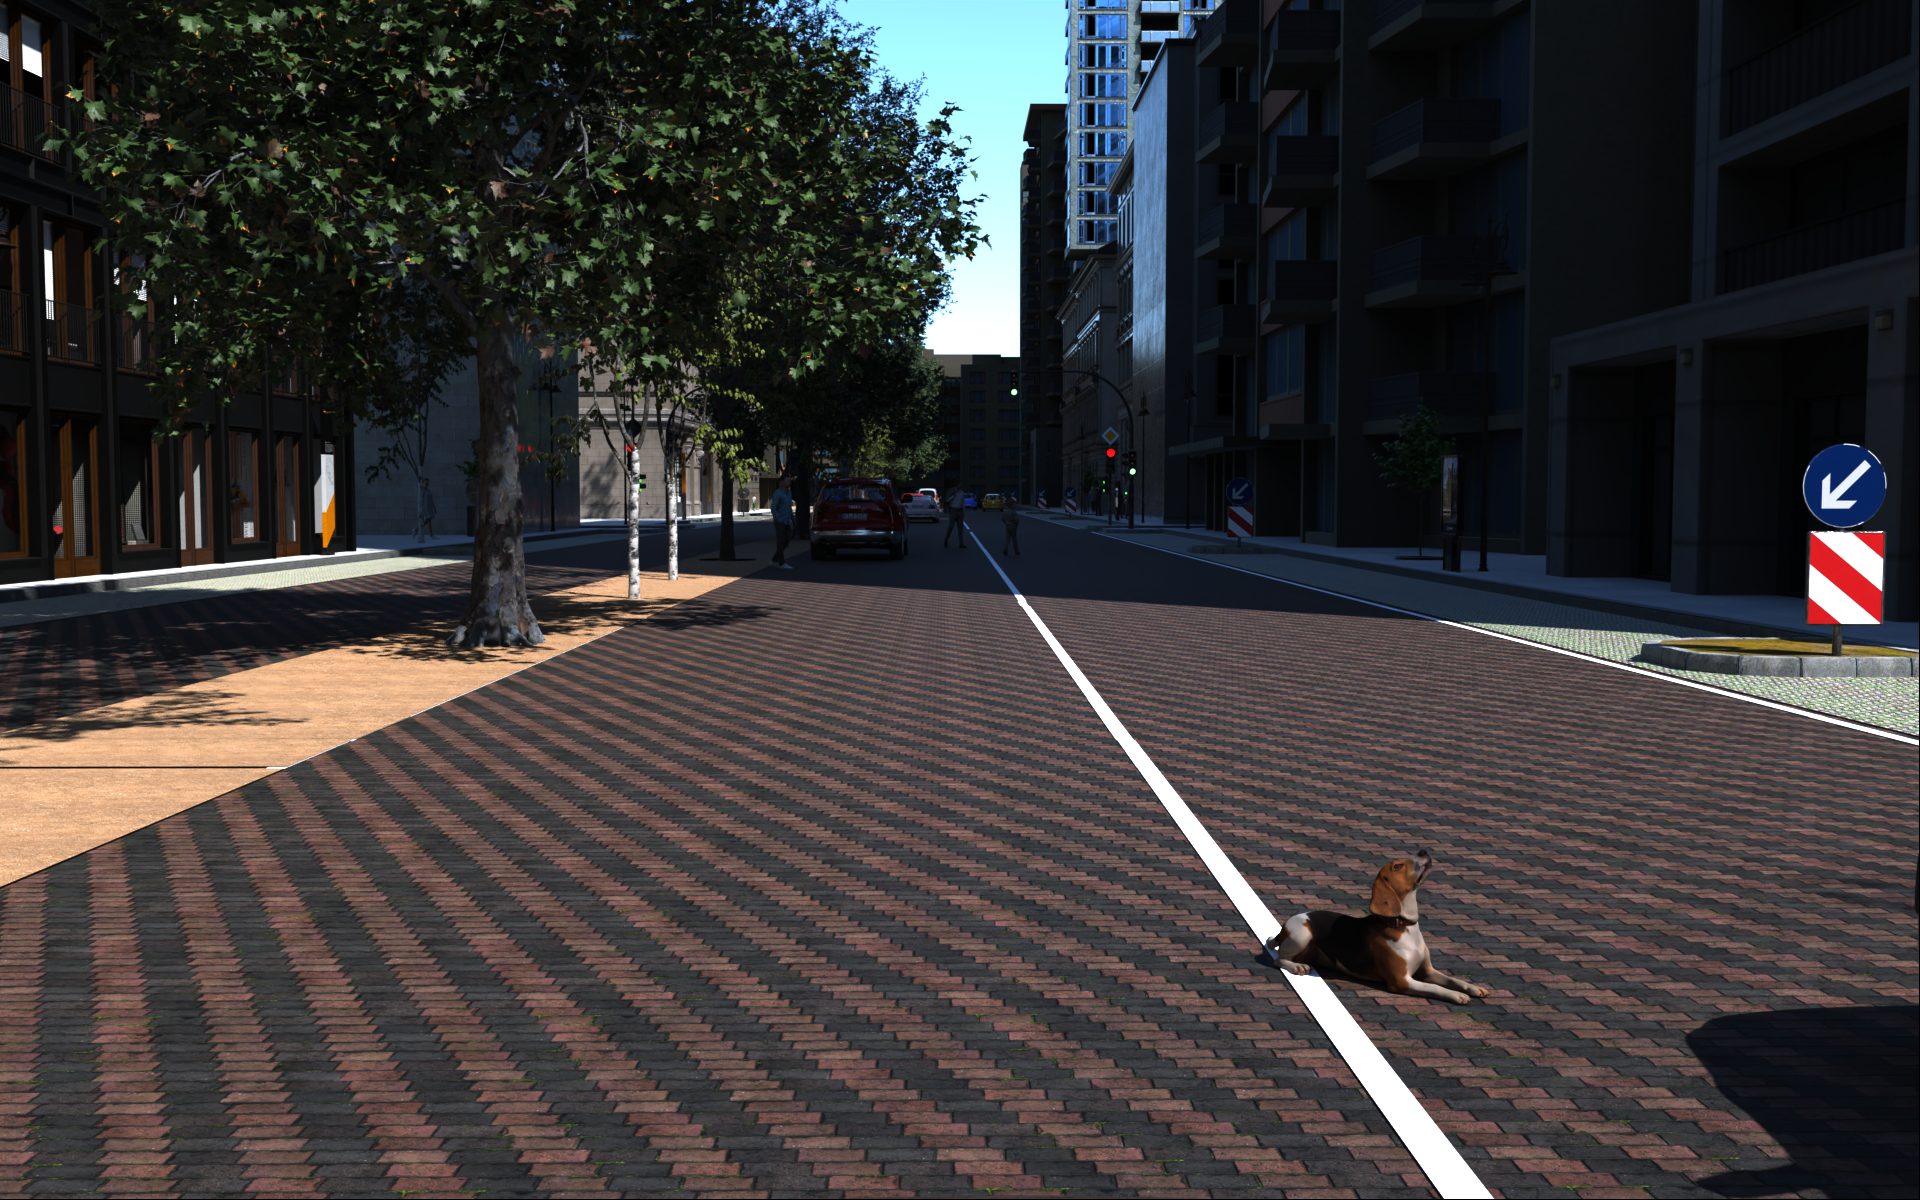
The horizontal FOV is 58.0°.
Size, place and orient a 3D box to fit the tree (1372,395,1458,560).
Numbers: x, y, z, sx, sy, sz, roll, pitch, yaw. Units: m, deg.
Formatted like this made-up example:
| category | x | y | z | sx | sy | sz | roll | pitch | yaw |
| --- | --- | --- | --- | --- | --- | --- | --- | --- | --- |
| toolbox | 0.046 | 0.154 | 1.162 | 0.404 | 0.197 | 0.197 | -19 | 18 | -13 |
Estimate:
| category | x | y | z | sx | sy | sz | roll | pitch | yaw |
| --- | --- | --- | --- | --- | --- | --- | --- | --- | --- |
| tree | 8.922 | -2.409 | 33.984 | 1.663 | 3.219 | 1.824 | 0 | 3 | 0 |

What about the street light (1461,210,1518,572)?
| category | x | y | z | sx | sy | sz | roll | pitch | yaw |
| --- | --- | --- | --- | --- | --- | --- | --- | --- | --- |
| street light | 8.689 | -3.412 | 28.582 | 0.468 | 5.910 | 1.993 | 0 | 4 | -1 |

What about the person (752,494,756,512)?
| category | x | y | z | sx | sy | sz | roll | pitch | yaw |
| --- | --- | --- | --- | --- | --- | --- | --- | --- | --- |
| person | -15.052 | -7.117 | 126.660 | 0.306 | 1.304 | 0.590 | 0 | 4 | 5 |

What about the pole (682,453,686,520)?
| category | x | y | z | sx | sy | sz | roll | pitch | yaw |
| --- | --- | --- | --- | --- | --- | --- | --- | --- | --- |
| pole | -13.629 | -5.605 | 85.478 | 0.158 | 3.312 | 0.155 | 0 | 3 | 0 |

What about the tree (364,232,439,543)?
| category | x | y | z | sx | sy | sz | roll | pitch | yaw |
| --- | --- | --- | --- | --- | --- | --- | --- | --- | --- |
| tree | -14.385 | -5.810 | 45.351 | 4.360 | 8.622 | 3.978 | 0 | 3 | 0 |

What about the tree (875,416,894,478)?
| category | x | y | z | sx | sy | sz | roll | pitch | yaw |
| --- | --- | --- | --- | --- | --- | --- | --- | --- | --- |
| tree | -5.456 | -8.272 | 88.066 | 4.737 | 8.622 | 4.395 | 0 | 3 | 0 |

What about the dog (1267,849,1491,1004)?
| category | x | y | z | sx | sy | sz | roll | pitch | yaw |
| --- | --- | --- | --- | --- | --- | --- | --- | --- | --- |
| dog | 1.225 | 0.917 | 5.201 | 0.550 | 0.427 | 0.748 | 0 | 4 | -2 |

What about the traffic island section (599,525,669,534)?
| category | x | y | z | sx | sy | sz | roll | pitch | yaw |
| --- | --- | --- | --- | --- | --- | --- | --- | --- | --- |
| traffic island section | -12.015 | -2.536 | 63.737 | 2.009 | 0.180 | 2.903 | 0 | 4 | -1 |

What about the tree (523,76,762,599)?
| category | x | y | z | sx | sy | sz | roll | pitch | yaw |
| --- | --- | --- | --- | --- | --- | --- | --- | --- | --- |
| tree | -4.454 | -4.326 | 23.549 | 4.360 | 8.622 | 3.978 | 0 | 3 | 0 |

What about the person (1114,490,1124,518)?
| category | x | y | z | sx | sy | sz | roll | pitch | yaw |
| --- | --- | --- | --- | --- | --- | --- | --- | --- | --- |
| person | 8.411 | -5.200 | 91.239 | 0.661 | 1.801 | 0.590 | -3 | 5 | -39 |

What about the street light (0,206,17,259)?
| category | x | y | z | sx | sy | sz | roll | pitch | yaw |
| --- | --- | --- | --- | --- | --- | --- | --- | --- | --- |
| street light | -13.712 | -3.139 | 24.113 | 0.468 | 5.910 | 1.993 | 0 | 4 | -1 |

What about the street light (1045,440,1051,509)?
| category | x | y | z | sx | sy | sz | roll | pitch | yaw |
| --- | --- | --- | --- | --- | --- | --- | --- | --- | --- |
| street light | 7.464 | -10.628 | 146.552 | 0.468 | 5.910 | 1.993 | 0 | 4 | -1 |

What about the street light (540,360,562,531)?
| category | x | y | z | sx | sy | sz | roll | pitch | yaw |
| --- | --- | --- | --- | --- | --- | --- | --- | --- | --- |
| street light | -13.969 | -5.290 | 59.274 | 0.468 | 5.910 | 1.993 | 0 | 4 | -1 |

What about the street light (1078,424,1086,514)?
| category | x | y | z | sx | sy | sz | roll | pitch | yaw |
| --- | --- | --- | --- | --- | --- | --- | --- | --- | --- |
| street light | 7.870 | -8.504 | 111.834 | 0.468 | 5.910 | 1.993 | 0 | 4 | -1 |

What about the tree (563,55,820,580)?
| category | x | y | z | sx | sy | sz | roll | pitch | yaw |
| --- | --- | --- | --- | --- | --- | --- | --- | --- | --- |
| tree | -4.709 | -4.611 | 28.203 | 4.737 | 8.622 | 4.395 | 0 | 3 | 0 |

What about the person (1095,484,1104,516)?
| category | x | y | z | sx | sy | sz | roll | pitch | yaw |
| --- | --- | --- | --- | --- | --- | --- | --- | --- | --- |
| person | 8.186 | -5.894 | 101.771 | 0.474 | 1.900 | 0.648 | -1 | 4 | -11 |

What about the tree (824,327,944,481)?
| category | x | y | z | sx | sy | sz | roll | pitch | yaw |
| --- | --- | --- | --- | --- | --- | --- | --- | --- | --- |
| tree | -5.491 | -12.176 | 108.195 | 9.857 | 13.997 | 8.962 | 0 | 3 | 0 |

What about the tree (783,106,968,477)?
| category | x | y | z | sx | sy | sz | roll | pitch | yaw |
| --- | --- | --- | --- | --- | --- | --- | --- | --- | --- |
| tree | -6.463 | -13.492 | 78.946 | 12.611 | 20.169 | 13.585 | 0 | 3 | 0 |

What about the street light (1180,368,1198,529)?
| category | x | y | z | sx | sy | sz | roll | pitch | yaw |
| --- | --- | --- | --- | --- | --- | --- | --- | --- | --- |
| street light | 8.371 | -5.546 | 63.459 | 0.468 | 5.910 | 1.993 | 0 | 4 | -1 |

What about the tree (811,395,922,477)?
| category | x | y | z | sx | sy | sz | roll | pitch | yaw |
| --- | --- | --- | --- | --- | --- | --- | --- | --- | --- |
| tree | -5.834 | -9.946 | 99.482 | 8.767 | 10.594 | 7.601 | 0 | 4 | -1 |

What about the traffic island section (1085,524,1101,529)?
| category | x | y | z | sx | sy | sz | roll | pitch | yaw |
| --- | --- | --- | --- | --- | --- | --- | --- | --- | --- |
| traffic island section | 6.245 | -3.035 | 71.901 | 2.009 | 0.180 | 2.903 | 0 | 4 | -1 |

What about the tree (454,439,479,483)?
| category | x | y | z | sx | sy | sz | roll | pitch | yaw |
| --- | --- | --- | --- | --- | --- | --- | --- | --- | --- |
| tree | -14.247 | -3.541 | 52.496 | 1.663 | 3.219 | 1.824 | 0 | 3 | 0 |

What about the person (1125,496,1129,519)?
| category | x | y | z | sx | sy | sz | roll | pitch | yaw |
| --- | --- | --- | --- | --- | --- | --- | --- | --- | --- |
| person | 8.686 | -4.985 | 87.962 | 0.534 | 1.772 | 0.576 | -2 | 4 | -33 |

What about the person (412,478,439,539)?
| category | x | y | z | sx | sy | sz | roll | pitch | yaw |
| --- | --- | --- | --- | --- | --- | --- | --- | --- | --- |
| person | -15.146 | -2.582 | 49.017 | 0.760 | 1.731 | 0.466 | -1 | 4 | -9 |

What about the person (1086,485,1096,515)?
| category | x | y | z | sx | sy | sz | roll | pitch | yaw |
| --- | --- | --- | --- | --- | --- | --- | --- | --- | --- |
| person | 7.976 | -6.029 | 104.803 | 0.709 | 1.800 | 0.728 | -1 | 4 | -13 |

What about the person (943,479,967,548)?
| category | x | y | z | sx | sy | sz | roll | pitch | yaw |
| --- | --- | --- | --- | --- | --- | --- | --- | --- | --- |
| person | -0.149 | -2.298 | 46.166 | 0.679 | 1.850 | 0.850 | -3 | 4 | -38 |

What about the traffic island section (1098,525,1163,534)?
| category | x | y | z | sx | sy | sz | roll | pitch | yaw |
| --- | --- | --- | --- | --- | --- | --- | --- | --- | --- |
| traffic island section | 6.325 | -2.547 | 63.916 | 2.009 | 0.180 | 2.903 | 0 | 4 | -1 |

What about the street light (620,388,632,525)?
| category | x | y | z | sx | sy | sz | roll | pitch | yaw |
| --- | --- | --- | --- | --- | --- | --- | --- | --- | --- |
| street light | -14.089 | -6.120 | 72.848 | 0.468 | 5.910 | 1.993 | 0 | 4 | -1 |

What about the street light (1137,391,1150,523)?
| category | x | y | z | sx | sy | sz | roll | pitch | yaw |
| --- | --- | --- | --- | --- | --- | --- | --- | --- | --- |
| street light | 8.193 | -6.398 | 77.388 | 0.468 | 5.910 | 1.993 | 0 | 4 | -1 |

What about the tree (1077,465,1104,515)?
| category | x | y | z | sx | sy | sz | roll | pitch | yaw |
| --- | --- | --- | --- | --- | --- | --- | --- | --- | --- |
| tree | 7.828 | -6.842 | 106.476 | 1.663 | 3.219 | 1.824 | 0 | 3 | 0 |

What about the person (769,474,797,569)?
| category | x | y | z | sx | sy | sz | roll | pitch | yaw |
| --- | --- | --- | --- | --- | --- | --- | --- | --- | --- |
| person | -3.442 | -1.515 | 33.291 | 0.620 | 1.820 | 0.660 | 1 | 4 | 21 |

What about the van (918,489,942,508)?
| category | x | y | z | sx | sy | sz | roll | pitch | yaw |
| --- | --- | --- | --- | --- | --- | --- | --- | --- | --- |
| van | -2.433 | -7.660 | 132.249 | 2.013 | 2.044 | 4.112 | 0 | 4 | 1 |

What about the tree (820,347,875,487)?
| category | x | y | z | sx | sy | sz | roll | pitch | yaw |
| --- | --- | --- | --- | --- | --- | --- | --- | --- | --- |
| tree | -4.614 | -5.682 | 45.718 | 4.737 | 8.622 | 4.395 | 0 | 3 | 0 |

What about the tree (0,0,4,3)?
| category | x | y | z | sx | sy | sz | roll | pitch | yaw |
| --- | --- | --- | --- | --- | --- | --- | --- | --- | --- |
| tree | -4.618 | -4.790 | 6.532 | 9.928 | 11.665 | 9.643 | 0 | 3 | 0 |

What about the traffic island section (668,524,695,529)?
| category | x | y | z | sx | sy | sz | roll | pitch | yaw |
| --- | --- | --- | --- | --- | --- | --- | --- | --- | --- |
| traffic island section | -12.096 | -3.024 | 71.722 | 2.009 | 0.180 | 2.903 | 0 | 4 | -1 |

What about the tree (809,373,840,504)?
| category | x | y | z | sx | sy | sz | roll | pitch | yaw |
| --- | --- | --- | --- | --- | --- | --- | --- | --- | --- |
| tree | -5.104 | -6.622 | 61.085 | 4.360 | 8.622 | 3.978 | 0 | 3 | 0 |

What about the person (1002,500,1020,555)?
| category | x | y | z | sx | sy | sz | roll | pitch | yaw |
| --- | --- | --- | --- | --- | --- | --- | --- | --- | --- |
| person | 1.188 | -1.711 | 40.746 | 0.475 | 1.303 | 0.640 | 2 | 4 | 28 |

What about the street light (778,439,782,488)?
| category | x | y | z | sx | sy | sz | roll | pitch | yaw |
| --- | --- | --- | --- | --- | --- | --- | --- | --- | --- |
| street light | -14.755 | -10.334 | 141.741 | 0.468 | 5.910 | 1.993 | 0 | 4 | -1 |

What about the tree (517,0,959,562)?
| category | x | y | z | sx | sy | sz | roll | pitch | yaw |
| --- | --- | --- | --- | --- | --- | --- | --- | --- | --- |
| tree | -4.943 | -7.565 | 36.509 | 12.009 | 13.543 | 11.850 | 0 | 3 | 0 |

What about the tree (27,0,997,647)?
| category | x | y | z | sx | sy | sz | roll | pitch | yaw |
| --- | --- | --- | --- | --- | --- | --- | --- | --- | --- |
| tree | -4.414 | -5.926 | 16.353 | 9.611 | 12.733 | 9.660 | 0 | 3 | 0 |
